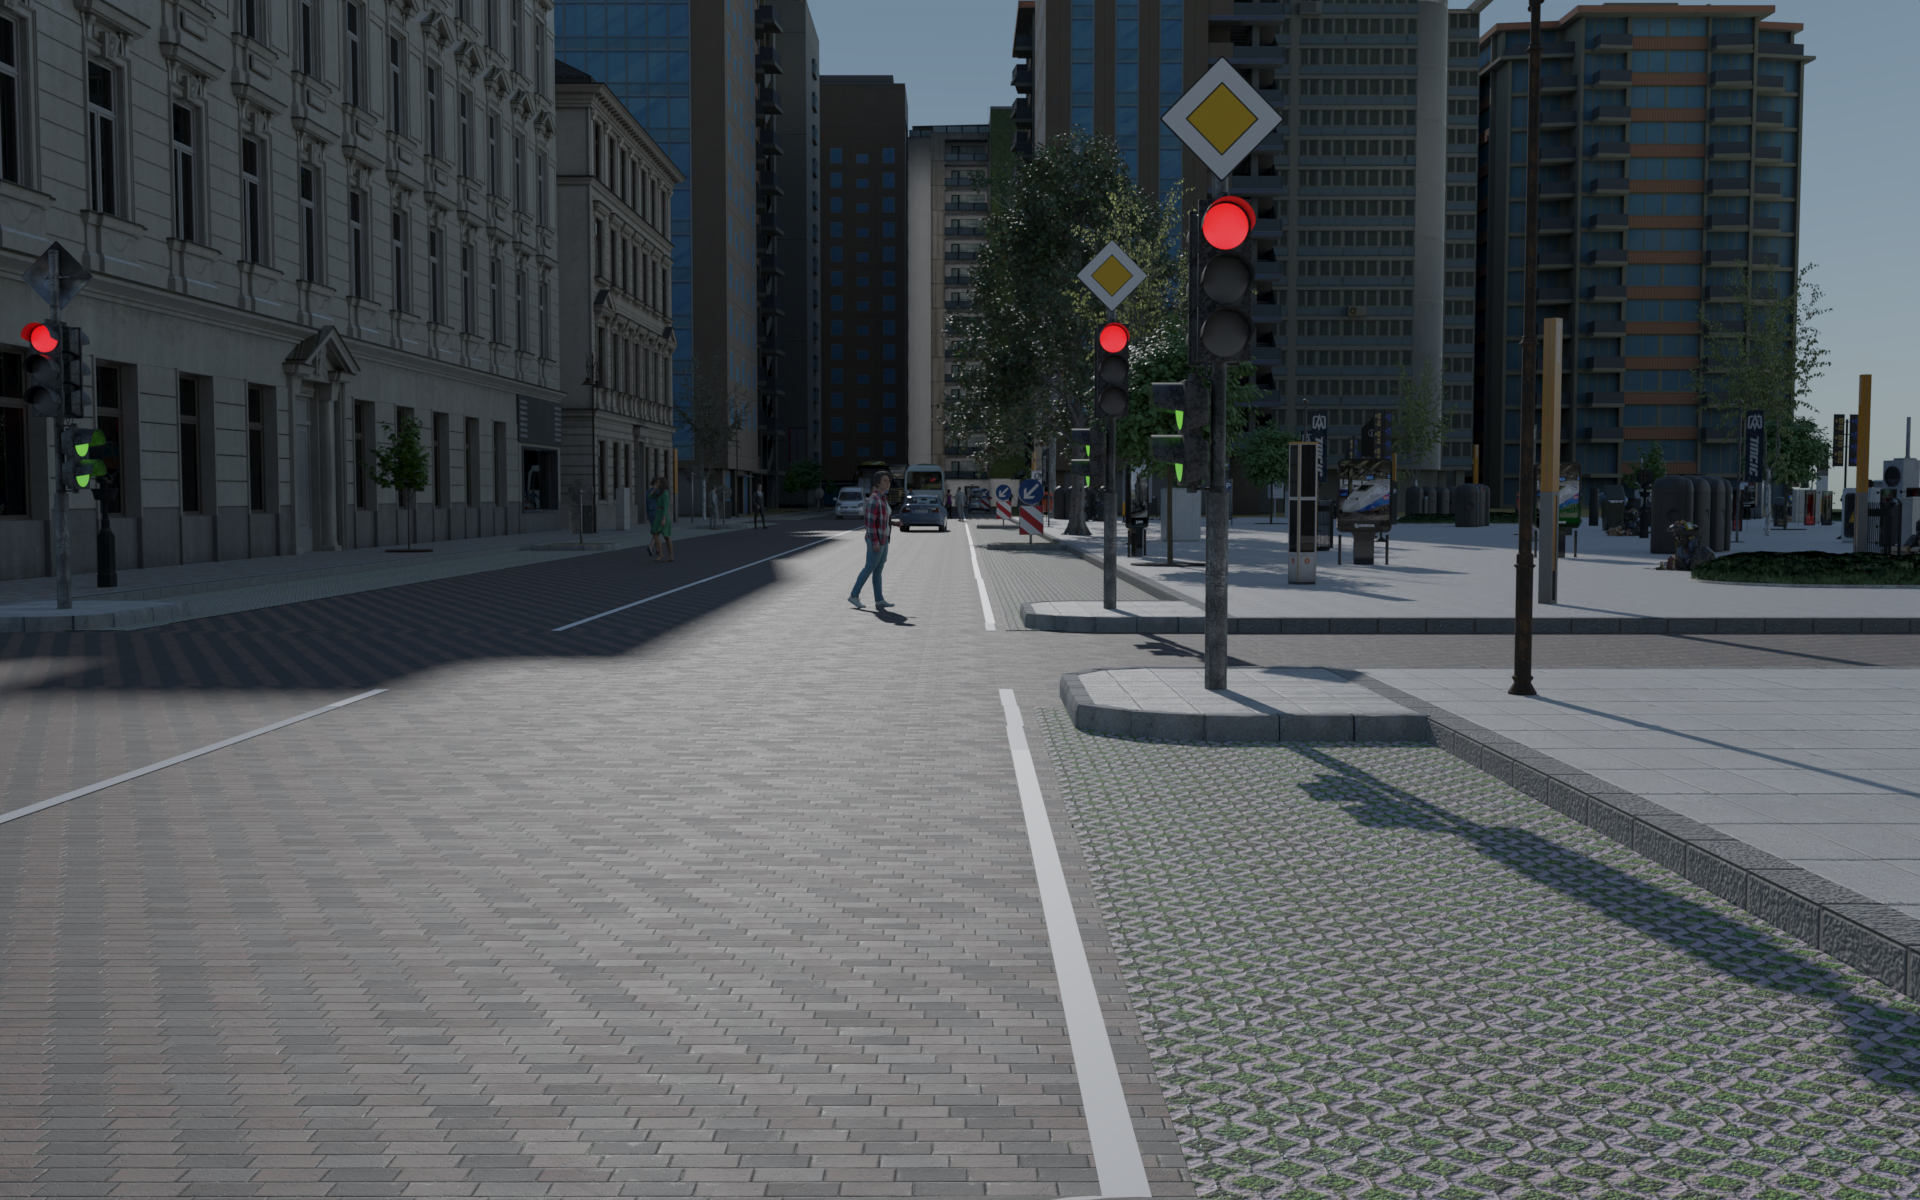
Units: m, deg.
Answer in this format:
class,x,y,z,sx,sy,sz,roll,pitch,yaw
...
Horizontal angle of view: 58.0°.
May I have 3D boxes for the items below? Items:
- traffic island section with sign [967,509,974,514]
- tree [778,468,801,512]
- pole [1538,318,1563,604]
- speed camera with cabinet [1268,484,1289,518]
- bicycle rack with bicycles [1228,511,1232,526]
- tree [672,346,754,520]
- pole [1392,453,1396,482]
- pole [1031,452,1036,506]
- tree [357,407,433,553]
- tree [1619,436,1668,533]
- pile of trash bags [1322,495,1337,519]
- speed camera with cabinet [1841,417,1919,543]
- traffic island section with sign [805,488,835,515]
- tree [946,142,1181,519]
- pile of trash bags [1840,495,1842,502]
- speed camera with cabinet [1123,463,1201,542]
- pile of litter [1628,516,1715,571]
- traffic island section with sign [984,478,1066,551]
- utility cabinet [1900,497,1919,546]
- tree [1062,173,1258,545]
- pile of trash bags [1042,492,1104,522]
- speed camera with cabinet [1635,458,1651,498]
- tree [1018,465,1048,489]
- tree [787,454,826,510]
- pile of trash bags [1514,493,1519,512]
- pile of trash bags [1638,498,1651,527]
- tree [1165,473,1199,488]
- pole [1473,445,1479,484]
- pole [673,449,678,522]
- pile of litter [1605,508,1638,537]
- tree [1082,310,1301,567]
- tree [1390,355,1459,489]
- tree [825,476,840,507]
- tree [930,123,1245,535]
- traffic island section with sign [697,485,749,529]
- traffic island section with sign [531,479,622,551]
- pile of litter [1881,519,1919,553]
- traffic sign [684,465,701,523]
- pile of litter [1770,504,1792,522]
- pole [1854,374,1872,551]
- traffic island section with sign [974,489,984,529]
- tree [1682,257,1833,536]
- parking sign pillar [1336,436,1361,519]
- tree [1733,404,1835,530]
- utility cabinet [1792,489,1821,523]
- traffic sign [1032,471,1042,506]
class,x,y,z,sx,sy,sz,roll,pitch,yaw
traffic island section with sign,1.637,-6.926,121.867,1.989,1.847,2.006,0,3,0
tree,-12.281,-7.973,124.962,1.663,3.219,1.824,0,3,0
pole,6.880,-1.611,20.183,0.158,3.312,0.155,0,3,0
speed camera with cabinet,17.771,-6.107,94.185,2.038,3.252,0.660,-1,4,-19
bicycle rack with bicycles,9.723,-3.441,69.650,2.852,0.926,2.925,1,4,21
tree,-12.648,-8.360,87.049,4.360,8.622,3.978,0,3,0
pole,21.479,-5.618,85.692,0.158,3.312,0.155,0,3,0
pole,3.545,-5.477,83.385,0.158,3.312,0.155,0,3,0
tree,-12.224,-2.683,38.476,1.663,3.219,1.824,0,3,0
tree,22.844,-3.816,56.996,1.663,3.219,1.824,0,3,0
pile of trash bags,19.082,-4.862,89.241,1.912,1.369,3.447,-3,5,-40
speed camera with cabinet,23.921,-3.100,45.023,0.660,3.252,2.038,-1,4,-15
traffic island section with sign,-9.786,-6.882,121.152,1.989,1.847,2.006,0,3,0
tree,5.620,-14.414,91.550,12.611,20.169,13.585,0,3,0
pile of trash bags,34.555,-3.402,65.370,1.912,1.369,3.447,3,4,36
speed camera with cabinet,5.458,-3.209,46.796,2.038,3.252,0.660,-1,4,-9
pile of litter,12.345,-0.927,29.123,1.176,0.858,1.719,-1,4,-16
traffic island section with sign,1.688,-2.194,44.503,1.989,1.847,2.006,0,3,0
utility cabinet,22.045,-1.762,39.971,1.020,1.237,0.306,-3,4,-37
tree,4.513,-5.507,40.407,4.360,8.622,3.978,0,3,0
pile of trash bags,5.505,-4.396,81.630,3.447,1.369,1.912,1,4,11
speed camera with cabinet,37.589,-6.080,93.748,0.660,3.252,2.038,-2,4,-33
tree,4.266,-6.501,100.894,1.663,3.219,1.824,0,3,0
tree,-12.501,-9.641,141.351,4.285,4.588,4.351,0,3,0
pile of trash bags,29.704,-4.925,90.268,1.912,1.369,3.447,2,4,35
pile of trash bags,27.687,-3.517,67.251,1.912,1.369,3.447,0,4,0
tree,9.670,-4.860,74.056,1.663,3.219,1.824,0,3,0
pole,21.282,-4.750,71.513,0.158,3.312,0.155,0,3,0
pole,-12.867,-5.165,78.294,0.158,3.312,0.155,0,3,0
pile of litter,20.318,-2.396,53.134,1.719,0.858,1.176,-3,4,-37
tree,3.867,-2.894,31.039,4.285,4.588,4.351,0,3,0
tree,24.303,-8.665,92.041,4.737,8.622,4.395,0,3,0
tree,-12.932,-10.821,171.530,1.663,3.219,1.824,0,3,0
tree,3.766,-8.377,53.964,9.611,12.733,9.660,0,3,0
traffic island section with sign,-9.742,-3.842,71.437,1.989,1.847,2.006,0,3,0
traffic island section with sign,-9.740,-2.179,44.255,1.989,1.847,2.006,0,3,0
pile of litter,20.436,-1.404,36.920,1.176,0.858,1.719,0,4,1
traffic sign,-11.768,-4.645,76.058,0.768,2.556,0.104,0,4,7
pile of litter,37.670,-3.975,78.962,1.176,0.858,1.719,0,4,2
pole,15.415,-2.186,29.581,0.158,3.312,0.155,0,3,0
traffic island section with sign,1.675,-3.847,71.530,1.989,1.847,2.006,0,3,0
tree,24.618,-6.275,52.963,4.737,8.622,4.395,0,3,0
parking sign pillar,18.268,-5.637,80.638,1.447,3.967,1.447,0,4,-2
tree,29.654,-4.787,61.974,4.285,4.588,4.351,0,3,0
utility cabinet,37.636,-4.178,76.991,1.173,1.500,0.318,0,4,-7
traffic sign,3.422,-4.514,75.934,0.606,2.300,0.079,1,4,9
